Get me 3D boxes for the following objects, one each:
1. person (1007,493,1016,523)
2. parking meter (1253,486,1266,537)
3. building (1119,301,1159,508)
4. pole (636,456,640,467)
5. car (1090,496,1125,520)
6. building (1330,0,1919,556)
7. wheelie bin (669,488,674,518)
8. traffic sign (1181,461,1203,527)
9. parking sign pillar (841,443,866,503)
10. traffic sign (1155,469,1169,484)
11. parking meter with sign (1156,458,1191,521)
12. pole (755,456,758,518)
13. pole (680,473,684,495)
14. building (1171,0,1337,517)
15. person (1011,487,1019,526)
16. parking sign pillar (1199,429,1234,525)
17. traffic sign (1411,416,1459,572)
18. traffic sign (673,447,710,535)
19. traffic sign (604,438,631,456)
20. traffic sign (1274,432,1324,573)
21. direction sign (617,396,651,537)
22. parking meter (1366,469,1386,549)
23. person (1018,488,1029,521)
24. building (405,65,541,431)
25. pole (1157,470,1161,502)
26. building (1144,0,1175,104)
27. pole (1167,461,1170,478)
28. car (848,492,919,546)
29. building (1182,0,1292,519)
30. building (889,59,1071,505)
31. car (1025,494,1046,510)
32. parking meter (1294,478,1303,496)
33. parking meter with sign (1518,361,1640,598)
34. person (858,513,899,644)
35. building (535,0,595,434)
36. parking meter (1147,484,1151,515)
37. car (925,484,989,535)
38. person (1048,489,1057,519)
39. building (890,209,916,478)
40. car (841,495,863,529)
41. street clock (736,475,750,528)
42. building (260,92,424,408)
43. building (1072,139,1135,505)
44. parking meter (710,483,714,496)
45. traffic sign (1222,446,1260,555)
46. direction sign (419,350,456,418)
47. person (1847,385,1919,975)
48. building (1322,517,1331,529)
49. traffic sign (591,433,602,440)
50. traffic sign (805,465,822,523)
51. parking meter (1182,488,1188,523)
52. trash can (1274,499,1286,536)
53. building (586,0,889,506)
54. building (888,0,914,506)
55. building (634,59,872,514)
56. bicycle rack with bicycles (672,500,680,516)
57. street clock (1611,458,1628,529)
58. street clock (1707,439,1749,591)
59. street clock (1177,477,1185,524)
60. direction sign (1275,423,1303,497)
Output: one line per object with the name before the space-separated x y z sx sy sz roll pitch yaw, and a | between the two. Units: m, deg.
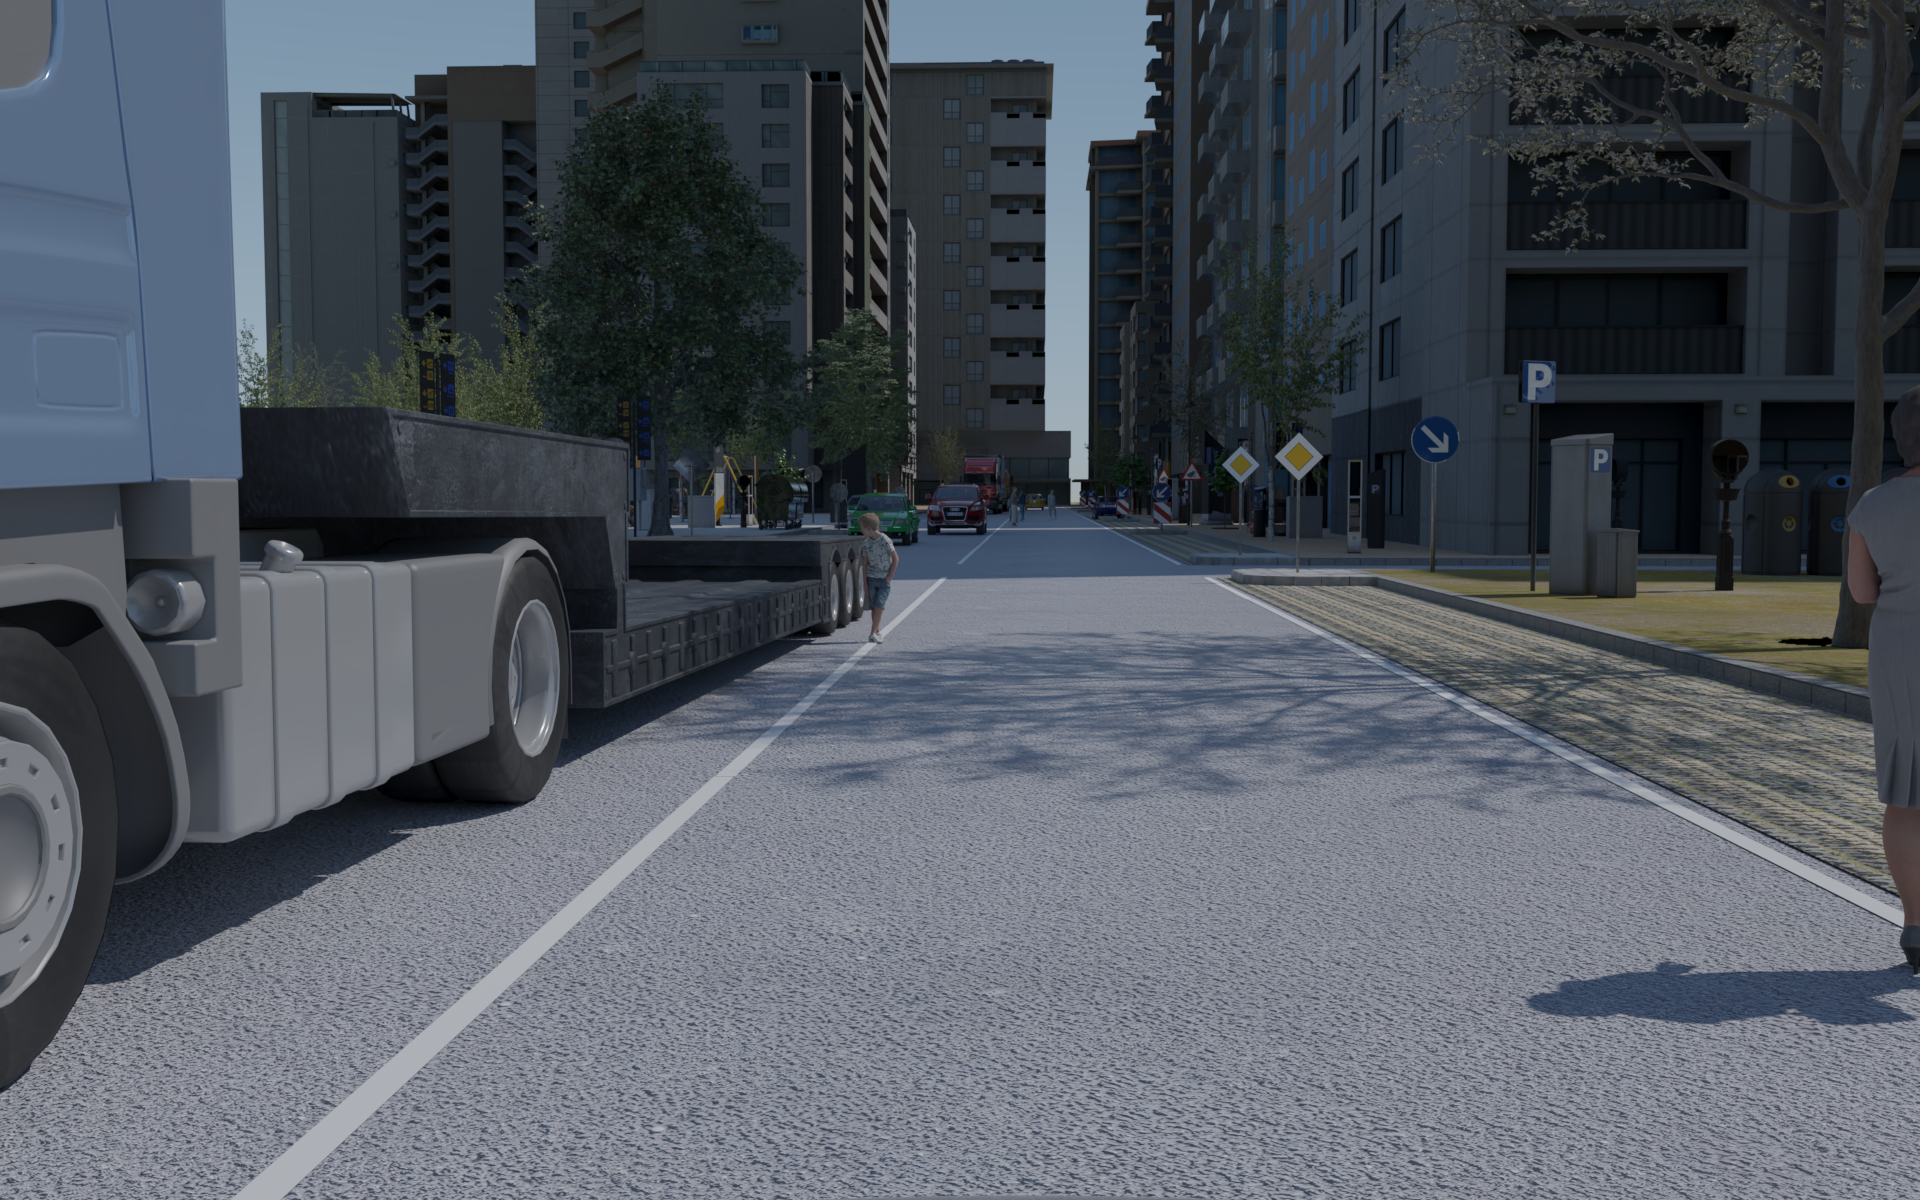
person | 2.593 -4.586 86.073 0.503 1.515 0.523 0 4 -7
parking meter | 8.909 -2.635 51.497 0.372 1.533 0.369 0 3 0
building | 30.155 -19.827 169.209 27.650 21.520 28.899 0 4 3
pole | -17.179 -6.025 92.351 0.158 3.312 0.155 0 3 0
car | 8.385 -5.236 98.194 1.945 1.354 3.894 0 4 2
building | 21.803 -37.034 43.758 20.611 71.187 20.563 0 4 3
wheelie bin | -15.454 -5.083 91.010 0.980 1.594 0.693 -3 5 -40
traffic sign | 9.019 -4.123 67.411 0.884 2.594 0.081 0 4 8
parking sign pillar | -5.632 -6.299 91.456 1.447 3.967 1.447 -1 4 -14
traffic sign | 10.380 -5.398 88.257 0.884 2.594 0.081 0 4 6
parking meter with sign | 10.382 -5.361 83.912 1.738 3.016 0.543 2 4 30
pole | -10.767 -5.983 91.671 0.158 3.312 0.155 0 3 0
pole | -15.822 -6.406 98.575 0.158 3.312 0.155 0 3 0
building | 22.062 -28.641 118.390 14.600 45.320 14.200 0 4 3
person | 2.476 -4.188 77.522 0.362 1.759 0.519 1 4 12
parking sign pillar | 10.684 -5.113 72.067 1.447 3.967 1.447 -2 4 -35
traffic sign | 7.754 -1.727 28.341 0.768 2.556 0.104 0 4 5
traffic sign | -5.681 -2.020 36.671 0.795 2.450 0.064 0 4 3
traffic sign | -7.818 -2.385 39.109 0.768 2.556 0.104 0 4 3
traffic sign | 5.499 -1.500 28.166 0.795 2.450 0.064 0 4 3
direction sign | -7.553 -2.948 40.196 0.876 3.537 0.379 1 4 22
parking meter | 9.788 -2.144 40.769 0.399 1.863 0.255 2 4 28
person | 3.305 -5.074 91.804 0.721 1.781 0.623 3 4 36
building | -47.492 -32.337 178.823 14.200 45.320 14.600 0 4 3
pole | 12.030 -6.778 104.668 0.158 3.312 0.155 0 3 0
building | 26.257 -29.675 139.813 22.147 44.769 28.867 0 4 3
pole | 13.001 -6.994 108.191 0.158 3.312 0.155 0 3 0
car | -2.169 -2.494 49.575 1.959 1.807 4.718 0 4 2
building | 24.923 -29.052 94.601 23.786 49.044 30.456 0 4 3
building | -0.330 -38.081 211.866 27.495 52.752 28.713 0 4 3
car | 6.613 -8.783 153.820 2.015 1.641 3.980 0 4 2
parking meter | 12.049 -3.424 61.687 0.255 1.863 0.399 2 4 29
parking meter with sign | 7.889 -1.576 22.028 0.543 3.016 1.738 -1 4 -23
person | -0.791 -0.214 16.688 0.352 1.250 0.332 -2 4 -29
building | -29.418 -44.979 173.652 20.611 71.187 20.563 0 4 3
parking meter | 11.506 -6.093 105.339 0.255 1.863 0.399 0 4 6
car | -0.075 -3.286 62.401 2.281 1.827 5.304 0 4 2
person | 5.228 -5.442 98.486 0.512 1.701 0.522 -2 4 -26
building | -11.682 -24.835 177.748 14.107 30.474 14.160 0 4 3
car | -3.985 -3.756 73.410 2.014 1.417 4.499 0 4 3
street clock | -8.267 -3.764 66.112 0.471 2.002 0.358 -2 4 -33
building | -62.224 -30.327 179.438 14.086 41.232 14.154 0 4 3
building | 28.005 -33.807 207.363 28.867 44.769 22.147 0 4 3
parking meter | -12.646 -5.083 88.811 0.255 1.863 0.399 1 4 18
traffic sign | 5.851 -1.988 36.144 0.795 2.450 0.064 0 4 3
direction sign | -8.358 -2.189 27.791 0.379 3.537 0.876 1 4 20
person | 3.060 0.225 5.175 0.532 1.782 0.716 -3 5 -45
building | 20.202 -25.352 64.622 14.600 45.320 14.200 0 4 3
traffic sign | -6.033 -1.532 28.694 0.795 2.450 0.064 0 4 3
traffic sign | -6.452 -4.645 76.055 0.768 2.556 0.104 0 4 7
parking meter | 9.823 -4.113 75.658 0.372 1.533 0.369 0 3 0
trash can | 9.797 -2.513 52.733 0.748 1.137 0.748 0 3 0
building | -17.158 -31.368 136.567 21.300 48.544 21.600 0 4 3
building | -14.754 -43.981 157.348 20.563 71.187 20.611 0 4 3
building | -13.754 -21.250 119.131 14.160 30.474 14.107 0 4 3
bicycle rack with bicycles | -15.894 -5.377 101.292 2.925 0.926 2.852 -2 4 -34
street clock | 13.381 -1.875 35.234 0.358 2.002 0.471 0 4 0
street clock | 10.165 -1.126 22.979 0.471 2.002 0.358 0 4 8
street clock | 9.549 -4.298 74.834 0.358 2.002 0.471 0 4 3
direction sign | 10.430 -3.852 54.972 0.876 3.537 0.379 0 4 -7
